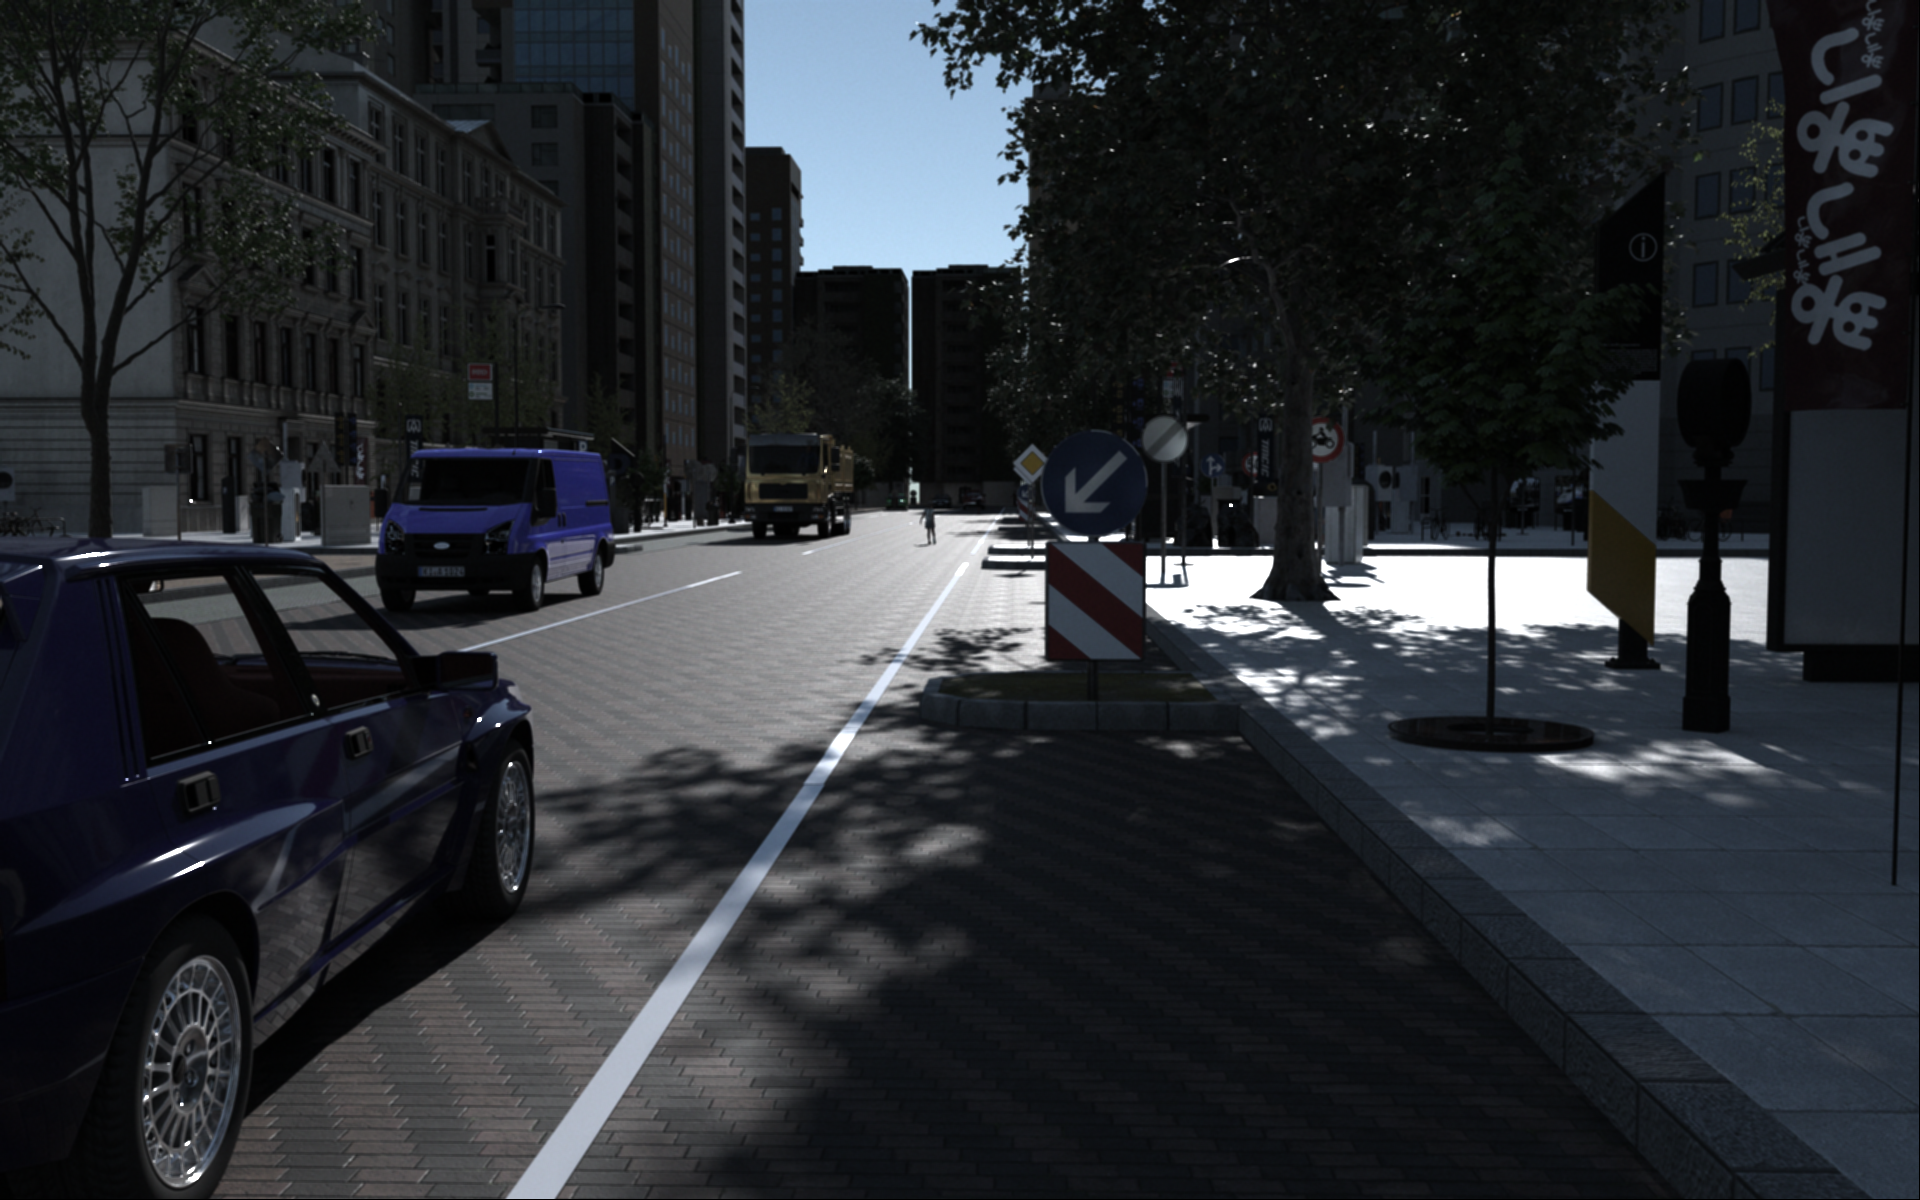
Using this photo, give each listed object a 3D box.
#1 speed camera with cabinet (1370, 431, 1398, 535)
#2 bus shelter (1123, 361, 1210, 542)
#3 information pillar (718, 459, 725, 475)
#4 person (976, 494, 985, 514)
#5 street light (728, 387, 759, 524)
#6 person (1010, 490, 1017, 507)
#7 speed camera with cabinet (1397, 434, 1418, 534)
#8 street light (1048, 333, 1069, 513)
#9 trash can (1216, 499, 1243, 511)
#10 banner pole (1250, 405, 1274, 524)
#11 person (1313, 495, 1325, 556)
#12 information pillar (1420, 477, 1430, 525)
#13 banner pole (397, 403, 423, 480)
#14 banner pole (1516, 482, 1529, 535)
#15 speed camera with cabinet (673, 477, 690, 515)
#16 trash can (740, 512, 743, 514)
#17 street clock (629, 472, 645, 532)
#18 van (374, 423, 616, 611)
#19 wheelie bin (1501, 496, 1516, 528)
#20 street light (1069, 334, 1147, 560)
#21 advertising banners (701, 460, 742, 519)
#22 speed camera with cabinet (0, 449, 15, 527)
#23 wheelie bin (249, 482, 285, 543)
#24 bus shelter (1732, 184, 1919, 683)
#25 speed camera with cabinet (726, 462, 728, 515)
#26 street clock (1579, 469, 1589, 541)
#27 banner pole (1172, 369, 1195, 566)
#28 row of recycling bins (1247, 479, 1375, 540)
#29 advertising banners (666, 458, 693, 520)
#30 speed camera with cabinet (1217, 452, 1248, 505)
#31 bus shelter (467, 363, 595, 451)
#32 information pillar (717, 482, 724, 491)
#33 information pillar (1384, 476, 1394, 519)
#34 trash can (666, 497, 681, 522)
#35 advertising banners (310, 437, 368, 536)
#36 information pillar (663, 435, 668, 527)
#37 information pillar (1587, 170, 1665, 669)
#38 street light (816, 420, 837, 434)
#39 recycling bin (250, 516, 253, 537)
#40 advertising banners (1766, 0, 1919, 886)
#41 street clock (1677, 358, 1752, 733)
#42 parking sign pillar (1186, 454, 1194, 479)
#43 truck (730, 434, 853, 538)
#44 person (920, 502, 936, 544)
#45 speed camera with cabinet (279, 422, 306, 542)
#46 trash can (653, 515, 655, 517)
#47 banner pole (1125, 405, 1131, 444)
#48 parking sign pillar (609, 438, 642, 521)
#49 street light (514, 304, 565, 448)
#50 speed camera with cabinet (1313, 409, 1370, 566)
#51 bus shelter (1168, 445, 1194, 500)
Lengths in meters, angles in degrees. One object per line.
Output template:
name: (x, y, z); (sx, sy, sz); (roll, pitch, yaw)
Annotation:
speed camera with cabinet: (12.521, -3.632, 53.727); (2.038, 3.252, 0.660); (-2, 4, -34)
bus shelter: (5.623, -4.397, 49.525); (2.179, 5.291, 8.768); (0, 4, 2)
information pillar: (-15.924, -7.609, 115.755); (0.504, 3.616, 0.183); (-3, 5, -44)
person: (1.426, -6.732, 121.751); (0.628, 1.438, 0.799); (0, 4, 1)
street light: (-9.394, -6.283, 75.263); (1.470, 5.913, 1.316); (0, 4, 2)
person: (6.099, -11.153, 190.812); (1.348, 1.831, 0.705); (-2, 4, -27)
speed camera with cabinet: (14.215, -3.758, 55.786); (0.660, 3.252, 2.038); (0, 4, 2)
street light: (3.362, -4.736, 49.978); (1.470, 5.913, 1.316); (0, 4, 2)
trash can: (7.530, -2.249, 48.427); (0.748, 1.137, 0.748); (0, 3, 0)
banner pole: (8.184, -3.503, 47.287); (0.863, 3.779, 0.401); (-1, 4, -11)
person: (7.575, -1.683, 36.044); (0.654, 1.822, 0.581); (0, 4, 0)
information pillar: (19.617, -4.191, 73.010); (0.304, 2.012, 0.304); (0, 4, -8)
banner pole: (-15.277, -3.547, 48.013); (0.863, 3.779, 0.401); (-2, 4, -31)
banner pole: (17.752, -3.943, 54.478); (0.401, 3.779, 0.863); (1, 4, 12)
speed camera with cabinet: (-17.197, -6.888, 106.953); (0.660, 3.252, 2.038); (-1, 4, -23)
trash can: (-13.134, -5.542, 102.270); (0.748, 1.137, 0.748); (0, 3, 0)
street clock: (-10.838, -3.275, 58.110); (0.471, 2.002, 0.358); (1, 4, 10)
van: (-6.074, -1.136, 22.966); (2.240, 2.365, 5.245); (0, 4, 1)
wheelie bin: (21.034, -3.557, 66.058); (0.693, 1.594, 0.980); (0, 4, 3)
street light: (2.942, -3.744, 33.752); (1.470, 5.913, 1.316); (0, 4, 2)
advertising banners: (-12.276, -5.690, 89.221); (2.074, 3.025, 0.090); (-1, 4, -14)
speed camera with cabinet: (-31.700, -3.764, 55.883); (2.038, 3.252, 0.660); (-3, 5, -42)
wheelie bin: (-18.033, -2.272, 45.063); (0.980, 1.594, 0.693); (0, 4, 4)
bus shelter: (6.263, -0.938, 9.252); (2.014, 3.302, 5.546); (0, 4, 2)
speed camera with cabinet: (-13.775, -6.953, 108.015); (2.038, 3.252, 0.660); (1, 4, 18)
street clock: (17.228, -2.626, 47.502); (0.471, 2.002, 0.358); (2, 4, 25)
banner pole: (3.920, -2.498, 30.854); (0.401, 3.779, 0.863); (2, 4, 27)
row of recycling bins: (9.857, -2.547, 48.748); (3.534, 1.692, 1.069); (0, 4, 0)
advertising banners: (-13.876, -5.452, 85.332); (0.090, 3.025, 2.074); (2, 4, 33)
speed camera with cabinet: (13.164, -5.348, 81.776); (2.038, 3.252, 0.660); (0, 4, 4)
bus shelter: (-13.870, -4.771, 55.643); (2.179, 5.291, 8.768); (0, 4, 2)
information pillar: (-12.582, -5.303, 91.193); (0.304, 2.012, 0.304); (2, 4, 33)
information pillar: (17.348, -4.010, 70.051); (0.304, 2.012, 0.304); (-3, 5, -43)
trash can: (-13.452, -4.249, 81.128); (0.748, 1.137, 0.748); (0, 3, 0)
advertising banners: (-19.089, -3.493, 53.306); (2.074, 3.025, 0.090); (1, 4, 16)
information pillar: (-11.574, -4.685, 67.949); (0.183, 3.616, 0.504); (-1, 4, -8)
information pillar: (4.873, -1.303, 12.656); (0.504, 3.616, 0.183); (0, 4, 1)
street light: (-8.382, -8.285, 108.007); (1.470, 5.913, 1.316); (0, 4, 2)
recycling bin: (-20.787, -2.410, 51.951); (0.722, 1.027, 0.722); (3, 4, 36)
advertising banners: (3.576, -0.572, 5.548); (2.074, 3.025, 0.090); (0, 4, 5)
street clock: (4.052, -0.292, 9.346); (0.358, 2.002, 0.471); (3, 5, 43)
parking sign pillar: (15.395, -7.843, 116.708); (1.447, 3.967, 1.447); (0, 4, -6)
truck: (-5.341, -3.799, 58.039); (3.469, 3.379, 9.791); (0, 4, 2)
person: (-0.914, -2.201, 49.499); (0.505, 1.210, 0.382); (1, 4, 12)
speed camera with cabinet: (-18.276, -3.233, 47.198); (0.660, 3.252, 2.038); (-1, 4, -12)
trash can: (-17.417, -5.229, 97.143); (0.748, 1.137, 0.748); (0, 3, 0)
banner pole: (4.167, -3.223, 42.709); (0.863, 3.779, 0.401); (-1, 4, -9)
parking sign pillar: (-16.231, -5.791, 83.158); (1.447, 3.967, 1.447); (2, 4, 24)
street light: (-10.348, -4.280, 42.517); (1.470, 5.913, 1.316); (0, 4, 2)
speed camera with cabinet: (6.925, -2.277, 31.573); (0.660, 3.252, 2.038); (1, 4, 21)
bus shelter: (7.344, -4.290, 64.066); (2.014, 3.302, 5.546); (0, 4, 2)
